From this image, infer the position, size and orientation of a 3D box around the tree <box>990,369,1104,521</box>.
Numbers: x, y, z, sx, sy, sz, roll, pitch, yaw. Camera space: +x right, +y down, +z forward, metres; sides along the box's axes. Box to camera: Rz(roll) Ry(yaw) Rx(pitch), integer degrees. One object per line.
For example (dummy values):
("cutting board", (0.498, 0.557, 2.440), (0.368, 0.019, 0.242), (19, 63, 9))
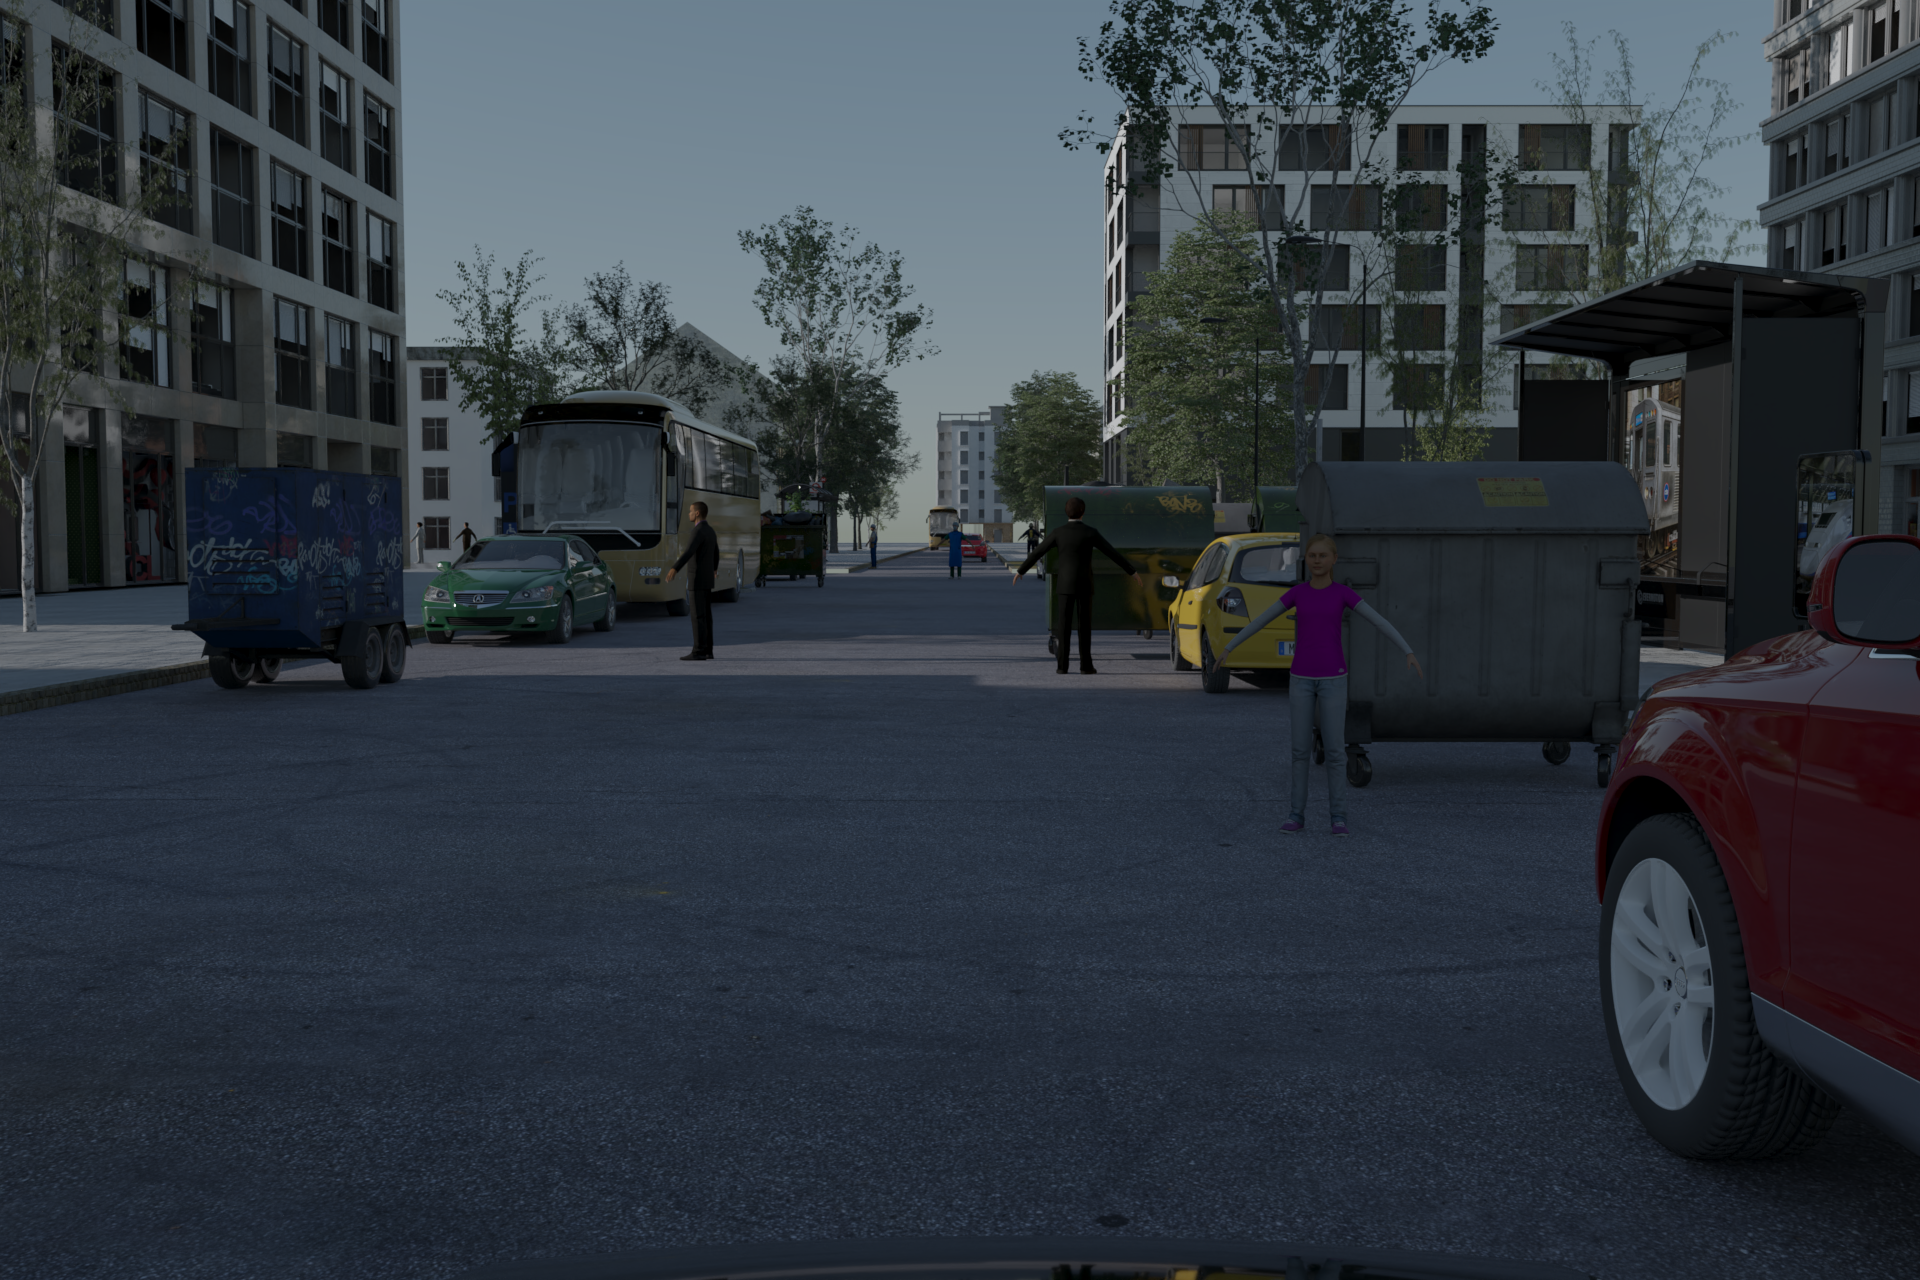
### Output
("tree", (6.974, -13.817, 132.561), (9.857, 13.997, 8.962), (0, 3, 0))

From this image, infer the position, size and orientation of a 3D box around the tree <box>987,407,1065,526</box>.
("tree", (7.255, -16.019, 168.560), (9.857, 13.997, 8.962), (0, 3, 0))

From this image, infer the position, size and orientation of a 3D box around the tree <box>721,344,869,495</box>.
("tree", (-8.668, -9.283, 86.183), (8.767, 10.594, 7.601), (0, 4, 0))

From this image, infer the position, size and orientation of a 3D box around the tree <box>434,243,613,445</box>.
("tree", (-11.423, -5.765, 44.623), (4.737, 8.622, 4.395), (0, 3, 0))

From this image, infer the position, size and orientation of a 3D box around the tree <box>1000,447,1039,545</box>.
("tree", (7.263, -14.254, 158.810), (9.928, 11.665, 9.643), (0, 3, 0))

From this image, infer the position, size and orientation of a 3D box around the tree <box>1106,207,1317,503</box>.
("tree", (8.841, -8.746, 61.122), (7.486, 12.596, 7.792), (0, 3, 0))

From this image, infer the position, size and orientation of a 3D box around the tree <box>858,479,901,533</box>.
("tree", (-12.301, -19.976, 261.014), (7.601, 10.594, 8.767), (0, 4, 6))

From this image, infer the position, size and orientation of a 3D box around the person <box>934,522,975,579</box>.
("person", (-0.151, -2.850, 55.185), (1.347, 1.817, 0.704), (1, 4, 15))

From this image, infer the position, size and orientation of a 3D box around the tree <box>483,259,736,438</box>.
("tree", (-12.127, -7.659, 59.630), (8.767, 10.594, 7.601), (-1, 4, -14))

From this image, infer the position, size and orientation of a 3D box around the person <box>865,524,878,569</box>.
("person", (-3.607, -3.864, 71.492), (0.705, 1.847, 1.347), (1, 4, 14))

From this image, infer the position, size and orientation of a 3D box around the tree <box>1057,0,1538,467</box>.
("tree", (8.933, -11.615, 45.788), (12.611, 20.169, 13.585), (0, 3, 0))

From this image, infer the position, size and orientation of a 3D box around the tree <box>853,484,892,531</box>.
("tree", (-7.992, -13.262, 167.197), (4.360, 8.622, 3.978), (0, 3, 0))

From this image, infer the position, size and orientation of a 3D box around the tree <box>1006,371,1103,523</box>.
("tree", (7.018, -12.375, 120.466), (7.486, 12.596, 7.792), (0, 3, 0))

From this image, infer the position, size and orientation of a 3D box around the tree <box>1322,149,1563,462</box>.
("tree", (8.738, -5.109, 33.887), (4.360, 8.622, 3.978), (0, 3, 0))

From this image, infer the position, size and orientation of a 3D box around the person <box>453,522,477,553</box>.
("person", (-21.800, -4.302, 76.477), (0.704, 1.812, 1.346), (2, 4, 33))

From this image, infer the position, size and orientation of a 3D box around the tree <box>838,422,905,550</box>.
("tree", (-8.317, -13.367, 144.299), (9.928, 11.665, 9.643), (0, 3, 0))

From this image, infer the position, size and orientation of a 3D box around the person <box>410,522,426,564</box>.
("person", (-23.559, -4.238, 75.471), (0.705, 1.806, 1.347), (0, 4, 7))

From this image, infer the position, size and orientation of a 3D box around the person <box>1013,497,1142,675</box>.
("person", (1.186, -0.556, 17.736), (1.347, 1.806, 0.705), (1, 4, 14))

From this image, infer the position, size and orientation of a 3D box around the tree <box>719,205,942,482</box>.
("tree", (-7.457, -14.828, 98.321), (12.611, 20.169, 13.585), (0, 3, 0))

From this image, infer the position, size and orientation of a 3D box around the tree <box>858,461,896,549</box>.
("tree", (-8.086, -12.339, 152.112), (4.360, 8.622, 3.978), (0, 3, 0))

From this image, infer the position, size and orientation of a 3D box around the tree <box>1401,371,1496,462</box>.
("tree", (21.807, -7.735, 76.823), (4.737, 8.622, 4.395), (0, 3, 0))

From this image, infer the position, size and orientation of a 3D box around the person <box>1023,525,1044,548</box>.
("person", (4.262, -5.662, 98.703), (1.348, 1.813, 0.705), (-1, 4, -9))

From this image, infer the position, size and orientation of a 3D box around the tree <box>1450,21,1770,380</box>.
("tree", (9.805, -4.549, 24.737), (4.360, 8.622, 3.978), (0, 3, 0))

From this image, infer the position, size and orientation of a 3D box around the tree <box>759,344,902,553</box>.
("tree", (-8.612, -12.829, 116.409), (9.857, 13.997, 8.962), (0, 3, 0))

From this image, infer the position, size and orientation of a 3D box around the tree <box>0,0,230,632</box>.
("tree", (-12.339, -4.401, 22.314), (4.360, 8.622, 3.978), (0, 3, 0))

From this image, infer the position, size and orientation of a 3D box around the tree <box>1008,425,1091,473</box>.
("tree", (7.797, -13.753, 150.612), (9.928, 11.665, 9.643), (0, 3, 0))

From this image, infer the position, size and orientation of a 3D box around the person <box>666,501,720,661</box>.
("person", (-2.981, -0.675, 19.720), (0.704, 1.802, 1.346), (1, 4, 13))

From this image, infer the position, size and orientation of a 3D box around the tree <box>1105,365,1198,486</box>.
("tree", (8.285, -7.604, 74.686), (4.360, 8.622, 3.978), (0, 3, 0))

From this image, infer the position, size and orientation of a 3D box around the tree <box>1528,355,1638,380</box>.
("tree", (22.692, -6.991, 64.673), (4.360, 8.622, 3.978), (0, 3, 0))

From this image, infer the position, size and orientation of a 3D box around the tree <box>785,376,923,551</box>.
("tree", (-7.974, -13.509, 131.234), (12.009, 13.543, 11.850), (0, 3, 0))

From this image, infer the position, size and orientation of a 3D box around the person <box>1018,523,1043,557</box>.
("person", (3.562, -4.955, 86.789), (1.354, 1.856, 0.705), (0, 4, 3))

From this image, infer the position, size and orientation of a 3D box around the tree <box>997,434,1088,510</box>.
("tree", (7.157, -12.747, 142.829), (8.767, 10.594, 7.601), (0, 4, 5))

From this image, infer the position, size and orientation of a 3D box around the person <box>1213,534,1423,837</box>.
("person", (1.696, 0.213, 8.243), (0.991, 1.433, 0.599), (1, 4, 22))
